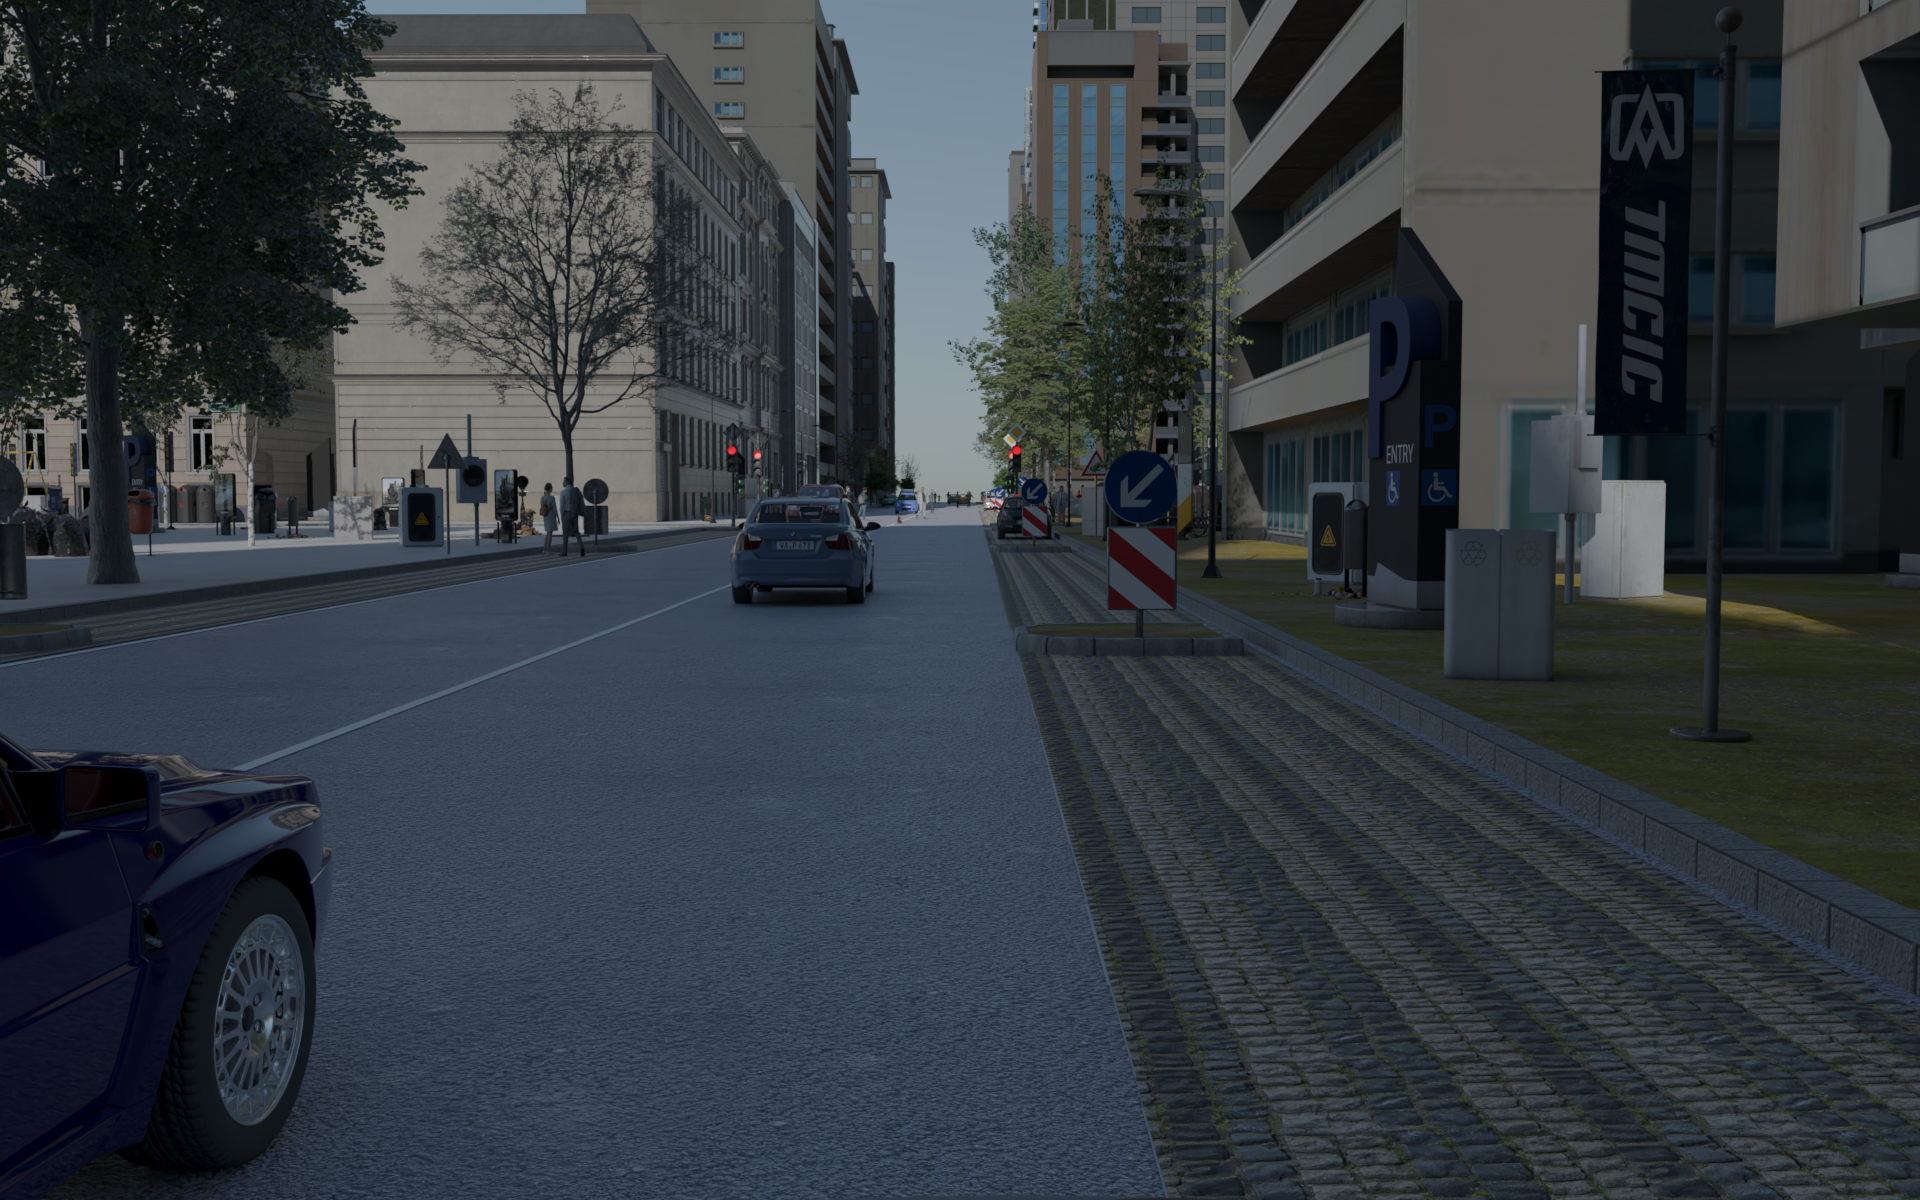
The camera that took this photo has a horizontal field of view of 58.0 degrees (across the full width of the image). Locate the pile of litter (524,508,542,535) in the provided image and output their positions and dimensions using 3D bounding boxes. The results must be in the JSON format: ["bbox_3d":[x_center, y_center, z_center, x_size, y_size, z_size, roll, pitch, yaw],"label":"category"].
[{"bbox_3d":[-13.730,-2.463,54.232,1.176,0.858,1.719,-3,4,-39],"label":"pile of litter"}]

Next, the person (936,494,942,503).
[{"bbox_3d":[-3.224,-15.602,266.847,1.065,1.426,0.557,0,4,4],"label":"person"}]

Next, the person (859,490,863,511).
[{"bbox_3d":[-8.472,-8.613,149.805,0.515,1.767,0.782,0,4,0],"label":"person"}]

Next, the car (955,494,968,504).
[{"bbox_3d":[0.416,-12.878,220.780,2.015,1.641,3.980,0,4,0],"label":"car"}]

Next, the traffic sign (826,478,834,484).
[{"bbox_3d":[-10.203,-8.312,135.912,0.884,2.594,0.081,0,4,2],"label":"traffic sign"}]

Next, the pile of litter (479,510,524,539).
[{"bbox_3d":[-13.326,-2.211,50.111,1.176,0.858,1.719,-1,4,-13],"label":"pile of litter"}]

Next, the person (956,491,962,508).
[{"bbox_3d":[-0.157,-10.510,181.056,0.721,1.735,1.217,-2,4,-27],"label":"person"}]

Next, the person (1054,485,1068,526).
[{"bbox_3d":[4.283,-3.917,72.820,0.678,1.792,0.850,0,4,8],"label":"person"}]

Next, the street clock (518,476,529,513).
[{"bbox_3d":[-17.079,-3.856,67.623,0.471,2.002,0.358,0,4,-7],"label":"street clock"}]

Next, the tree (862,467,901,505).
[{"bbox_3d":[-10.374,-14.974,228.534,4.285,4.588,4.351,0,3,0],"label":"tree"}]

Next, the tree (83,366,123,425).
[{"bbox_3d":[-30.239,-7.024,65.207,4.360,8.622,3.978,0,3,0],"label":"tree"}]

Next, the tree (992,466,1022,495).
[{"bbox_3d":[5.145,-11.967,179.375,4.285,4.588,4.351,0,3,0],"label":"tree"}]

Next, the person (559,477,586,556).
[{"bbox_3d":[-8.868,-1.898,39.631,0.850,1.850,0.679,3,5,42],"label":"person"}]

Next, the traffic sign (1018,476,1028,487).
[{"bbox_3d":[4.511,-7.609,124.516,0.768,2.556,0.104,0,4,4],"label":"traffic sign"}]

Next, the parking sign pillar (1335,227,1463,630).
[{"bbox_3d":[4.435,-1.741,16.931,1.447,3.967,1.447,0,4,-7],"label":"parking sign pillar"}]

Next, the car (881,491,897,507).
[{"bbox_3d":[-7.701,-11.102,190.321,1.959,1.807,4.718,0,4,1],"label":"car"}]

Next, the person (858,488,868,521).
[{"bbox_3d":[-5.159,-5.103,92.278,0.721,1.781,0.623,-3,5,-43],"label":"person"}]

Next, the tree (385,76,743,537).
[{"bbox_3d":[-11.695,-8.635,51.551,12.009,13.543,11.850,0,3,0],"label":"tree"}]

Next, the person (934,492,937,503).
[{"bbox_3d":[-3.940,-16.120,272.076,0.705,1.821,1.348,3,5,40],"label":"person"}]

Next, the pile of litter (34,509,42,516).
[{"bbox_3d":[-26.677,-2.185,49.686,1.719,0.858,1.176,-2,4,-35],"label":"pile of litter"}]

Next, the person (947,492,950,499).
[{"bbox_3d":[-1.620,-15.049,254.692,0.705,1.807,1.348,-2,4,-27],"label":"person"}]

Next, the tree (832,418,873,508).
[{"bbox_3d":[-10.140,-13.115,164.793,4.360,8.622,3.978,0,3,0],"label":"tree"}]

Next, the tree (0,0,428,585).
[{"bbox_3d":[-12.117,-7.205,24.451,9.857,13.997,8.962,0,3,0],"label":"tree"}]

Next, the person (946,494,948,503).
[{"bbox_3d":[-1.846,-16.330,275.476,1.348,1.826,0.705,-2,4,-31],"label":"person"}]

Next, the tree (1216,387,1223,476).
[{"bbox_3d":[16.892,-9.304,102.480,4.360,8.622,3.978,0,3,0],"label":"tree"}]

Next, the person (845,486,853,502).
[{"bbox_3d":[-6.285,-5.405,96.232,0.648,1.900,0.474,1,4,20],"label":"person"}]

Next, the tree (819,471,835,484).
[{"bbox_3d":[-10.514,-8.889,139.941,1.663,3.219,1.824,0,3,0],"label":"tree"}]

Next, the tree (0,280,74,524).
[{"bbox_3d":[-30.564,-6.412,55.192,4.737,8.622,4.395,0,3,0],"label":"tree"}]

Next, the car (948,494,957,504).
[{"bbox_3d":[-0.736,-14.329,243.081,1.959,1.807,4.718,0,4,-1],"label":"car"}]

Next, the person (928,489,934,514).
[{"bbox_3d":[-2.104,-7.084,124.506,0.526,1.800,0.537,2,4,24],"label":"person"}]

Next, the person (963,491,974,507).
[{"bbox_3d":[0.966,-11.117,190.291,1.348,1.821,0.705,2,4,29],"label":"person"}]

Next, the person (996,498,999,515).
[{"bbox_3d":[2.616,-6.577,116.004,0.580,1.828,0.573,-1,4,-12],"label":"person"}]

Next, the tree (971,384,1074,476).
[{"bbox_3d":[5.132,-12.821,144.031,8.767,10.594,7.601,-1,4,-9],"label":"tree"}]

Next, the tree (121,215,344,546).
[{"bbox_3d":[-17.523,-5.656,42.836,4.360,8.622,3.978,0,3,0],"label":"tree"}]

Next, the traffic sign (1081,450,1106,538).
[{"bbox_3d":[4.009,-3.119,51.001,0.884,2.594,0.081,0,4,7],"label":"traffic sign"}]

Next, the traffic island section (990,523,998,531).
[{"bbox_3d":[2.239,-2.786,67.827,2.009,0.180,2.903,0,4,0],"label":"traffic island section"}]

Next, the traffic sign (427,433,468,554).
[{"bbox_3d":[-10.911,-2.256,36.885,0.884,2.594,0.081,0,4,2],"label":"traffic sign"}]

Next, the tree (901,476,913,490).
[{"bbox_3d":[-9.698,-15.614,239.005,4.285,4.588,4.351,0,3,0],"label":"tree"}]

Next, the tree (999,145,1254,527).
[{"bbox_3d":[4.135,-5.341,37.681,4.737,8.622,4.395,0,3,0],"label":"tree"}]

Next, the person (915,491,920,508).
[{"bbox_3d":[-3.593,-8.420,147.163,0.512,1.701,0.522,-1,4,-19],"label":"person"}]

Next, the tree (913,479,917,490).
[{"bbox_3d":[-9.184,-19.423,301.286,4.285,4.588,4.351,0,3,0],"label":"tree"}]

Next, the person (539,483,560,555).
[{"bbox_3d":[-9.665,-1.909,40.720,0.512,1.701,0.522,2,4,27],"label":"person"}]

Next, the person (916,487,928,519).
[{"bbox_3d":[-2.160,-5.489,98.126,0.818,1.842,0.514,3,5,45],"label":"person"}]

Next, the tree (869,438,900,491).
[{"bbox_3d":[-10.000,-16.596,221.706,4.737,8.622,4.395,0,3,0],"label":"tree"}]

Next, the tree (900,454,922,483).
[{"bbox_3d":[-9.140,-22.026,310.478,4.360,8.622,3.978,0,3,0],"label":"tree"}]

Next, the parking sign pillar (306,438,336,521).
[{"bbox_3d":[-30.617,-5.780,82.976,1.447,3.967,1.447,1,4,16],"label":"parking sign pillar"}]

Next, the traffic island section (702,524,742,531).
[{"bbox_3d":[-8.902,-2.791,67.917,2.009,0.180,2.903,0,4,0],"label":"traffic island section"}]

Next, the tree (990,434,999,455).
[{"bbox_3d":[4.748,-11.357,136.056,4.737,8.622,4.395,0,3,0],"label":"tree"}]

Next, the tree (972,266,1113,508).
[{"bbox_3d":[4.221,-10.287,86.315,7.486,12.596,7.792,0,3,0],"label":"tree"}]

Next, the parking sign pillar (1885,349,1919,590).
[{"bbox_3d":[13.401,-2.138,23.430,1.447,3.967,1.447,-1,4,-10],"label":"parking sign pillar"}]

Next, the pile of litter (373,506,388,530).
[{"bbox_3d":[-20.989,-2.929,61.849,1.176,0.858,1.719,0,4,-4],"label":"pile of litter"}]

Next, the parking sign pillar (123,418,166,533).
[{"bbox_3d":[-26.924,-4.185,56.903,1.447,3.967,1.447,3,4,38],"label":"parking sign pillar"}]

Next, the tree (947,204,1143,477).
[{"bbox_3d":[5.586,-15.626,111.372,12.611,20.169,13.585,0,3,0],"label":"tree"}]

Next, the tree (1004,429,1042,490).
[{"bbox_3d":[5.851,-12.504,154.806,4.360,8.622,3.978,0,3,0],"label":"tree"}]
